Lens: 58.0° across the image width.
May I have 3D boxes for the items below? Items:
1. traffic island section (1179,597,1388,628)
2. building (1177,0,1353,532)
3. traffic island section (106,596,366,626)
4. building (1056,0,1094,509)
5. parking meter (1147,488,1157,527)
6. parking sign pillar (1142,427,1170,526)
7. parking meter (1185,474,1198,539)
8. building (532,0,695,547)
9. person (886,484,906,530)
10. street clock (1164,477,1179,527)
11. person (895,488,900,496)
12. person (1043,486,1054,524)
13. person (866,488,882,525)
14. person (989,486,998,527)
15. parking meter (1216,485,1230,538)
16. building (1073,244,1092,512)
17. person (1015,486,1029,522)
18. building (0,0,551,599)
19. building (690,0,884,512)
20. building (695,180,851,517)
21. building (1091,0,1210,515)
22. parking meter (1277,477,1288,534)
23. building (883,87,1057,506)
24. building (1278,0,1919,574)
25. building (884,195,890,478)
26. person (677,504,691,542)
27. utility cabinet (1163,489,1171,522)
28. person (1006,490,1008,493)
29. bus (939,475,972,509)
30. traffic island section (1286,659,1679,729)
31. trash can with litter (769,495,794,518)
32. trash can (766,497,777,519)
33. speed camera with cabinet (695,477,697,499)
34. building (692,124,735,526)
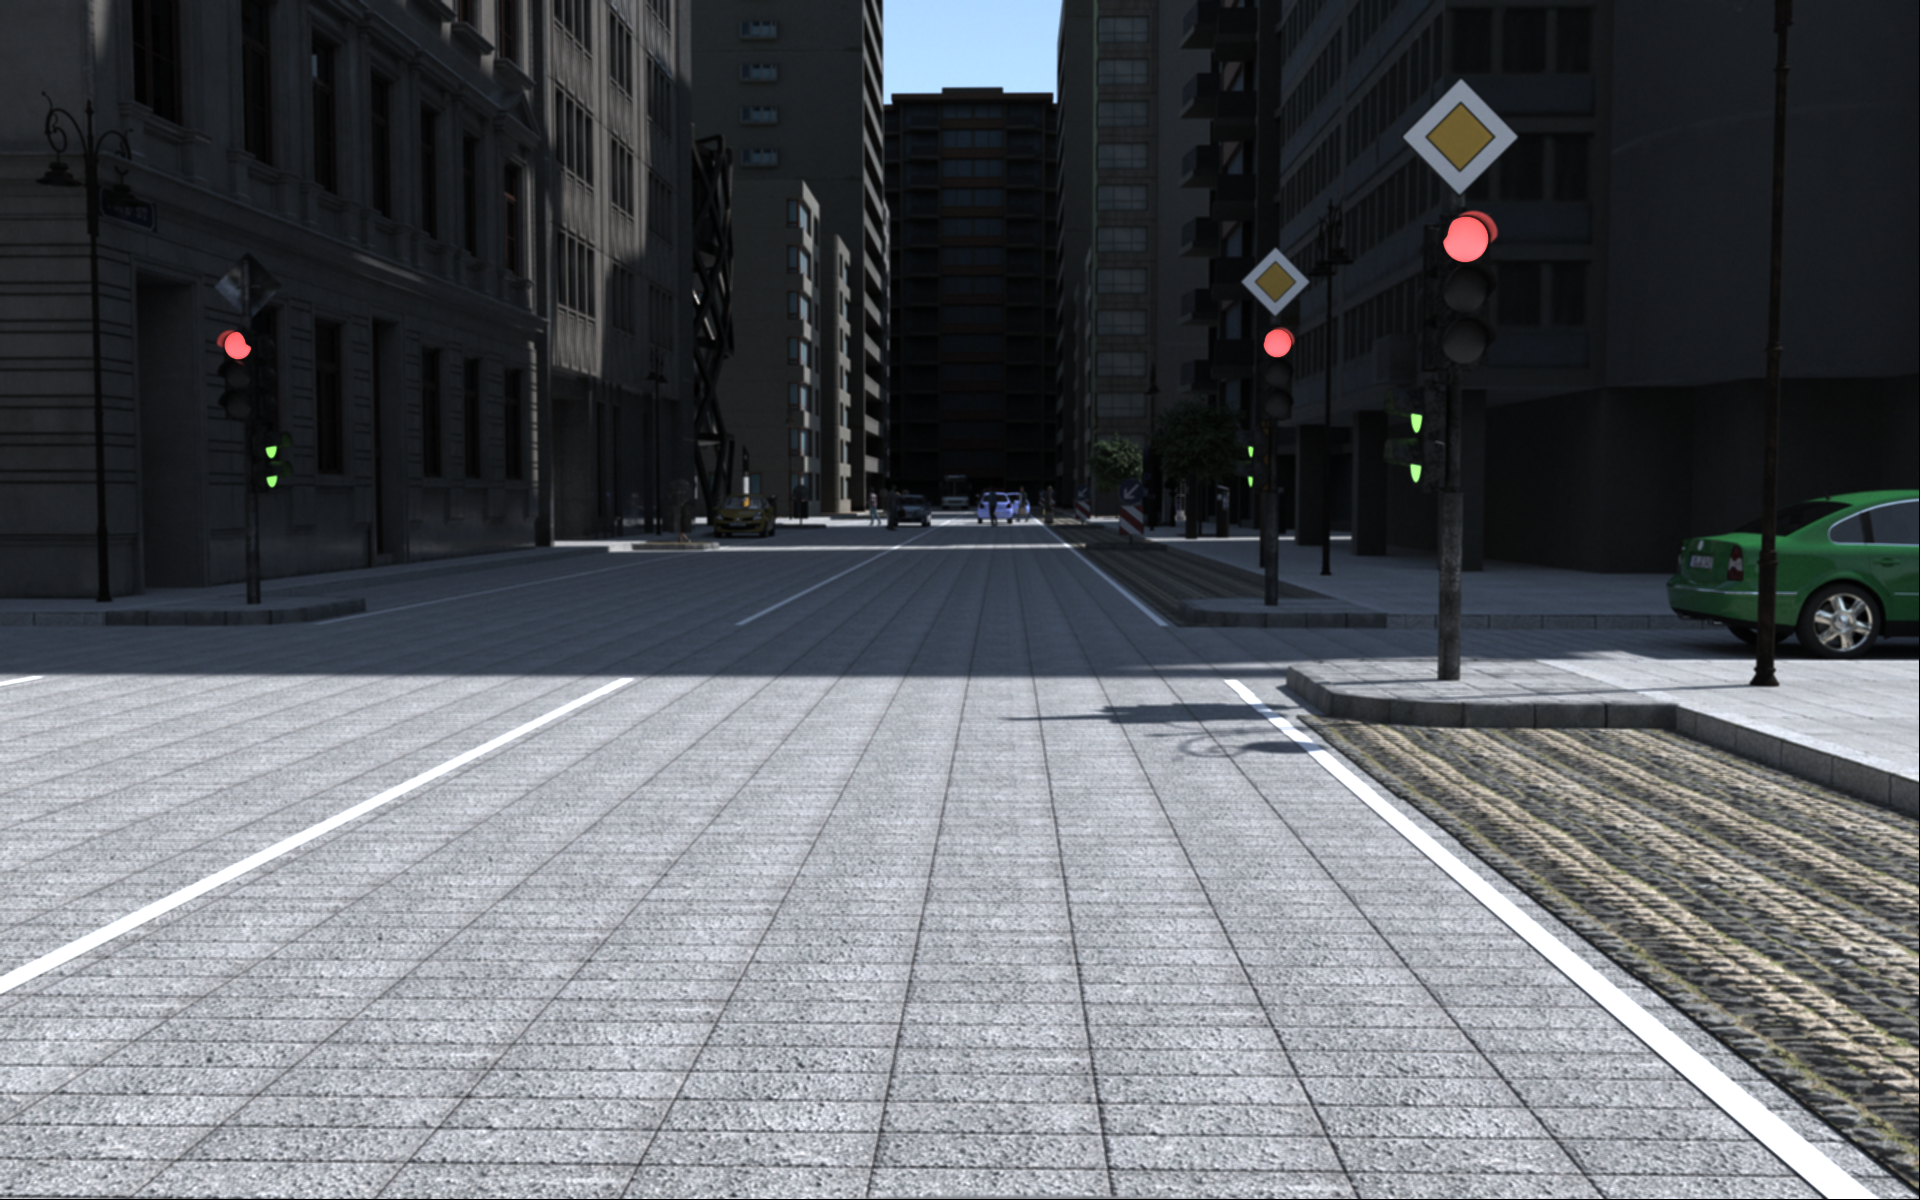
[{"bbox_3d":[3.607,0.142,19.957,2.009,0.180,2.903,0,4,1],"label":"traffic island section"},{"bbox_3d":[20.524,-25.388,69.724,22.147,44.769,28.867,0,4,1],"label":"building"},{"bbox_3d":[-8.280,0.123,20.268,2.009,0.180,2.903,0,4,1],"label":"traffic island section"},{"bbox_3d":[19.834,-32.732,158.864,21.300,48.544,21.600,0,4,1],"label":"building"},{"bbox_3d":[7.508,-3.620,67.594,0.372,1.533,0.369,0,3,0],"label":"parking meter"},{"bbox_3d":[7.710,-4.950,69.403,1.447,3.967,1.447,2,4,25],"label":"parking sign pillar"},{"bbox_3d":[6.614,-2.676,49.468,0.255,1.863,0.399,-1,4,-9],"label":"parking meter"},{"bbox_3d":[-15.748,-14.286,51.593,12.078,24.808,19.932,0,4,1],"label":"building"},{"bbox_3d":[-2.617,-3.652,68.330,0.853,1.813,0.709,2,4,26],"label":"person"},{"bbox_3d":[8.309,-3.855,67.604,0.471,2.002,0.358,0,4,-6],"label":"street clock"},{"bbox_3d":[-4.428,-6.828,120.151,1.348,1.823,0.705,-1,4,-12],"label":"person"},{"bbox_3d":[4.172,-4.486,82.067,0.699,1.804,1.509,1,4,11],"label":"person"},{"bbox_3d":[-3.949,-4.267,79.101,0.643,1.720,0.563,2,4,29],"label":"person"},{"bbox_3d":[1.432,-4.054,75.129,0.444,1.785,0.601,3,5,42],"label":"person"},{"bbox_3d":[7.719,-2.595,50.844,0.372,1.533,0.369,0,3,0],"label":"parking meter"},{"bbox_3d":[23.246,-17.681,134.117,27.650,21.520,28.899,0,4,1],"label":"building"},{"bbox_3d":[3.154,-4.827,87.413,0.713,1.824,0.794,-1,4,-21],"label":"person"},{"bbox_3d":[-15.165,-11.876,30.333,11.583,22.565,21.152,0,4,1],"label":"building"},{"bbox_3d":[-17.331,-31.301,135.477,21.300,48.544,21.600,0,4,1],"label":"building"},{"bbox_3d":[-22.072,-16.222,110.271,27.650,21.520,28.899,0,4,1],"label":"building"},{"bbox_3d":[15.547,-26.218,112.254,14.154,41.232,14.086,0,4,1],"label":"building"},{"bbox_3d":[10.347,-3.063,55.795,0.399,1.863,0.255,1,4,13],"label":"parking meter"},{"bbox_3d":[0.719,-32.717,189.548,28.867,44.769,22.147,0,4,1],"label":"building"},{"bbox_3d":[19.396,-20.859,32.918,23.993,40.220,32.217,0,4,1],"label":"building"},{"bbox_3d":[-13.779,-23.984,163.840,14.107,30.474,14.160,0,4,1],"label":"building"},{"bbox_3d":[-7.563,-2.041,46.886,0.505,1.210,0.382,-3,5,-45],"label":"person"},{"bbox_3d":[8.515,-3.815,71.061,0.318,1.500,1.173,0,4,5],"label":"utility cabinet"},{"bbox_3d":[4.028,-8.548,148.284,1.348,1.821,0.705,2,4,34],"label":"person"},{"bbox_3d":[-0.441,-10.334,163.821,2.948,3.499,13.247,0,4,0],"label":"bus"},{"bbox_3d":[3.401,0.630,11.974,2.009,0.180,2.903,0,4,1],"label":"traffic island section"},{"bbox_3d":[-9.893,-5.037,93.404,2.233,1.210,1.678,3,4,38],"label":"trash can with litter"},{"bbox_3d":[-9.284,-4.471,84.749,0.748,1.137,0.748,0,3,0],"label":"trash can"},{"bbox_3d":[-13.832,-5.536,84.845,0.660,3.252,2.038,3,5,41],"label":"speed camera with cabinet"},{"bbox_3d":[-17.975,-12.441,70.867,16.820,18.784,16.811,0,4,1],"label":"building"}]
